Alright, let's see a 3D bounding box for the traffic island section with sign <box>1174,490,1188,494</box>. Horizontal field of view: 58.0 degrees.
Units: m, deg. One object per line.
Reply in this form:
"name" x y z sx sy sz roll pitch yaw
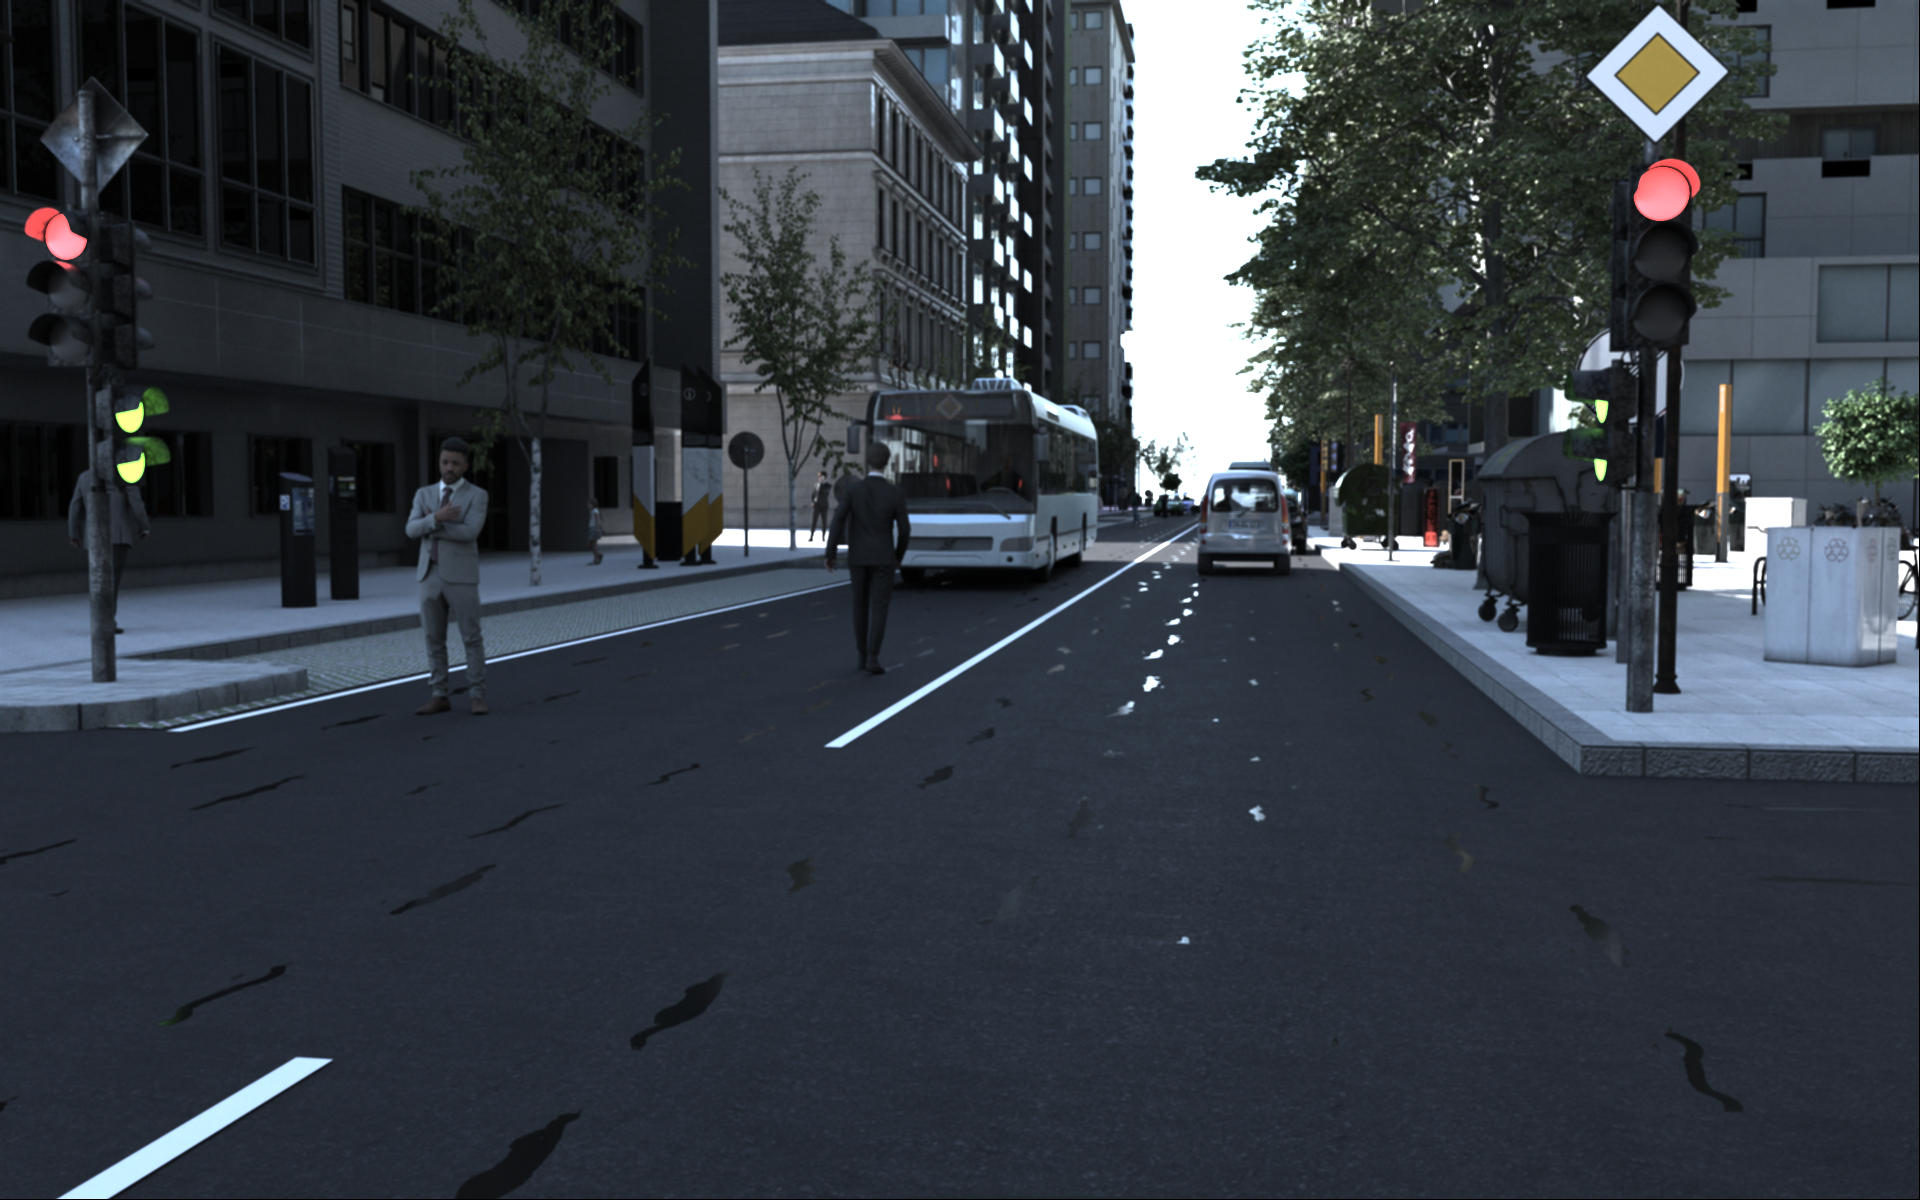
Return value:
"traffic island section with sign" 23.990 -11.175 191.346 1.989 1.847 2.006 1 4 9

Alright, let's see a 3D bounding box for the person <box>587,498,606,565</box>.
"person" -6.535 -1.235 31.243 0.382 1.210 0.505 -2 4 -24

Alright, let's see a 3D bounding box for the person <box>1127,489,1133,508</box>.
"person" 15.501 -9.302 158.961 1.217 1.723 0.721 -2 4 -30

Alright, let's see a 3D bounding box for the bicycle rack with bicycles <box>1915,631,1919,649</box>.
"bicycle rack with bicycles" 9.344 -0.034 13.931 2.925 0.926 2.852 -2 4 -27

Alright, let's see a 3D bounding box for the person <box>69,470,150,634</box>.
"person" -7.877 -0.590 16.086 0.661 1.777 0.834 -1 4 -11

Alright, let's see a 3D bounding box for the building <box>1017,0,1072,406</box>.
"building" 0.285 -26.962 124.417 14.154 41.232 14.086 1 4 9

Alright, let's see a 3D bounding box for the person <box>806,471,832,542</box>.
"person" -3.761 -2.509 46.428 0.648 1.900 0.474 1 4 18

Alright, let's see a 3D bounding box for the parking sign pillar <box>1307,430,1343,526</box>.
"parking sign pillar" 14.869 -5.017 70.493 1.447 3.967 1.447 2 4 24

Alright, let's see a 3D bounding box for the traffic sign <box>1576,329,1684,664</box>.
"traffic sign" 5.018 -0.792 13.057 0.768 2.556 0.104 1 4 13

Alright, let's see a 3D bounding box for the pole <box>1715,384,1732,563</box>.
"pole" 14.223 -2.350 32.260 0.158 3.312 0.155 0 3 0

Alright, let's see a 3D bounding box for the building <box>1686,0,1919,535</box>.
"building" 32.974 -29.136 65.610 28.713 52.752 27.495 1 4 9

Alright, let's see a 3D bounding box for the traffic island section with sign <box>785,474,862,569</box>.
"traffic island section with sign" -2.220 -1.541 33.825 1.989 1.847 2.006 1 4 9

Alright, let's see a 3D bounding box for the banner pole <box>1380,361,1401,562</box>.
"banner pole" 8.149 -2.603 32.580 0.401 3.779 0.863 1 4 9

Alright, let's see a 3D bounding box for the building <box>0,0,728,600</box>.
"building" -15.265 -12.938 30.599 14.314 24.678 30.058 1 4 9

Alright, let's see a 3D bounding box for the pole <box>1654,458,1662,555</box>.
"pole" 13.817 -2.478 34.364 0.158 3.312 0.155 0 3 0

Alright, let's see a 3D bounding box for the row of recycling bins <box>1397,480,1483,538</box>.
"row of recycling bins" 14.193 -2.761 52.254 3.534 1.692 1.069 3 5 39

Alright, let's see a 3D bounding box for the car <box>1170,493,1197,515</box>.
"car" 15.551 -6.789 120.596 1.945 1.707 3.694 1 4 9

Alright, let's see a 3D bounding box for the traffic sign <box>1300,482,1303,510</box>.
"traffic sign" 16.240 -5.035 82.428 0.768 2.556 0.104 1 4 12

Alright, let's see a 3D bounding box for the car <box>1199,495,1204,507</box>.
"car" 28.510 -11.407 198.866 2.083 1.381 4.827 1 4 11

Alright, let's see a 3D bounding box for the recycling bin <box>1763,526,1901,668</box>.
"recycling bin" 6.661 -0.042 13.236 0.722 1.027 0.722 -3 5 -40

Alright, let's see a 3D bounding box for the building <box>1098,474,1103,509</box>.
"building" -4.662 -27.685 144.532 32.217 40.220 23.993 1 4 9

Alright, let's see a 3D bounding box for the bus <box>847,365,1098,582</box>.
"bus" 0.694 -2.212 31.019 2.948 3.499 13.247 1 4 9

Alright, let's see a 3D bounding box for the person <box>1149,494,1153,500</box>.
"person" 23.781 -12.546 214.407 0.421 1.427 0.697 -3 5 -45

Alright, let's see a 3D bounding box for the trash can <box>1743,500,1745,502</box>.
"trash can" 20.035 -1.989 44.168 0.748 1.137 0.748 0 3 0

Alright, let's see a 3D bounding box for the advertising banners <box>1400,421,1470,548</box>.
"advertising banners" 11.275 -2.757 41.258 0.090 3.025 2.074 -3 4 -36

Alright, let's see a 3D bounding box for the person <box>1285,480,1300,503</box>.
"person" 9.150 -2.435 48.336 0.660 1.820 0.620 2 4 28

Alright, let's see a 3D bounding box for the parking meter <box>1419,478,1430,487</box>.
"parking meter" 16.539 -3.418 61.591 0.399 1.863 0.255 1 4 22

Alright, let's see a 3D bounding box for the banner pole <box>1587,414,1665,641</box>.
"banner pole" 5.831 -1.528 14.996 0.401 3.779 0.863 -1 4 -18

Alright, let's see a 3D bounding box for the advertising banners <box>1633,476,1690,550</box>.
"advertising banners" 15.881 -2.638 39.324 2.074 3.025 0.090 -2 4 -31

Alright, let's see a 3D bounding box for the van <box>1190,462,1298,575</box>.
"van" 5.267 -1.536 32.123 2.013 2.044 4.112 1 4 9

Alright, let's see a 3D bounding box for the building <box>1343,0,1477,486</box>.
"building" 34.044 -29.183 100.851 21.300 48.544 21.600 1 4 9

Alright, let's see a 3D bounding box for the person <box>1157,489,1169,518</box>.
"person" 12.356 -5.891 105.625 0.742 1.727 0.445 1 4 12

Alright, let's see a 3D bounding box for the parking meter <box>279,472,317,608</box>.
"parking meter" -7.517 -0.688 19.660 0.372 1.533 0.369 0 3 0

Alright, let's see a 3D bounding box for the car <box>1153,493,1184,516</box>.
"car" 13.808 -6.462 114.454 1.959 1.807 4.718 1 4 11

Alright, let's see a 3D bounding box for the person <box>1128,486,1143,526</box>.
"person" 7.885 -4.228 77.972 0.721 1.781 0.623 0 4 2

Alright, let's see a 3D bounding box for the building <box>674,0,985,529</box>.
"building" -7.315 -13.107 65.206 10.553 20.767 40.483 1 4 9

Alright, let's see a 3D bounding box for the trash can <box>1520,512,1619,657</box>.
"trash can" 4.857 -0.134 13.847 0.748 1.137 0.748 0 3 0

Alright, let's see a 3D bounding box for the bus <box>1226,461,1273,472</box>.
"bus" 16.890 -6.553 102.004 2.948 3.499 13.247 0 4 8

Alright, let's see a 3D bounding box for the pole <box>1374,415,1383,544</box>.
"pole" 10.760 -3.101 44.547 0.158 3.312 0.155 0 3 0

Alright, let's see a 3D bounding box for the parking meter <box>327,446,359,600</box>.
"parking meter" -7.492 -0.938 21.042 0.255 1.863 0.399 -2 4 -35

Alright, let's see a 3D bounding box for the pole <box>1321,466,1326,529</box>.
"pole" 13.315 -4.255 63.410 0.158 3.312 0.155 0 3 0

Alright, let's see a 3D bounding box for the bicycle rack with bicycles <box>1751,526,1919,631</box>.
"bicycle rack with bicycles" 9.470 -0.301 18.311 2.925 0.926 2.852 -3 5 -42

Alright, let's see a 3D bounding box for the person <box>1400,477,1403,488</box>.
"person" 13.926 -2.976 54.799 0.391 1.810 0.635 -3 5 -43

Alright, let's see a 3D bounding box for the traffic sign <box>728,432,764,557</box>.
"traffic sign" -4.371 -2.157 35.372 0.768 2.556 0.104 1 4 10

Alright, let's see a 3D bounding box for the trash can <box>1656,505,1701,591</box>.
"trash can" 9.438 -0.697 23.049 0.748 1.137 0.748 0 3 0

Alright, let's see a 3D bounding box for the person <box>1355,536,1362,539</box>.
"person" 11.328 -2.353 49.183 0.362 1.253 0.373 -3 5 -41

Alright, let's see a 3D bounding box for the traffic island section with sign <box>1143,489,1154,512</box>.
"traffic island section with sign" 14.955 -7.857 137.090 1.989 1.847 2.006 1 4 9

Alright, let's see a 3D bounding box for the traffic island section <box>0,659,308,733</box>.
"traffic island section" -5.874 0.637 11.865 2.009 0.180 2.903 1 4 9

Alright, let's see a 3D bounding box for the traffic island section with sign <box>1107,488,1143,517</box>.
"traffic island section with sign" 10.386 -6.178 109.638 1.989 1.847 2.006 1 4 9

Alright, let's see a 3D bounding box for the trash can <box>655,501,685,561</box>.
"trash can" -5.600 -1.325 33.310 0.748 1.137 0.748 0 3 0

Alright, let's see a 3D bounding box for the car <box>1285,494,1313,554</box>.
"car" 7.680 -2.015 42.736 2.009 1.686 4.222 1 4 11

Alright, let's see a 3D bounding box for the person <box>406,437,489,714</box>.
"person" -3.326 -0.157 11.246 0.511 1.800 0.466 -1 4 -8

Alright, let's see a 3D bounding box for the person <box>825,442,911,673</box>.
"person" -0.714 -0.349 13.990 0.659 1.850 0.755 0 4 6

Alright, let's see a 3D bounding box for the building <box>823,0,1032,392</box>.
"building" -7.767 -29.564 102.980 23.786 49.044 30.456 1 4 9

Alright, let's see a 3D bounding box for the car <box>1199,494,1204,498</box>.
"car" 30.026 -12.274 209.716 2.155 1.783 4.494 1 4 9

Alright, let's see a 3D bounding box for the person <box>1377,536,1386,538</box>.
"person" 12.269 -2.611 50.540 0.330 1.601 0.589 -2 4 -34
